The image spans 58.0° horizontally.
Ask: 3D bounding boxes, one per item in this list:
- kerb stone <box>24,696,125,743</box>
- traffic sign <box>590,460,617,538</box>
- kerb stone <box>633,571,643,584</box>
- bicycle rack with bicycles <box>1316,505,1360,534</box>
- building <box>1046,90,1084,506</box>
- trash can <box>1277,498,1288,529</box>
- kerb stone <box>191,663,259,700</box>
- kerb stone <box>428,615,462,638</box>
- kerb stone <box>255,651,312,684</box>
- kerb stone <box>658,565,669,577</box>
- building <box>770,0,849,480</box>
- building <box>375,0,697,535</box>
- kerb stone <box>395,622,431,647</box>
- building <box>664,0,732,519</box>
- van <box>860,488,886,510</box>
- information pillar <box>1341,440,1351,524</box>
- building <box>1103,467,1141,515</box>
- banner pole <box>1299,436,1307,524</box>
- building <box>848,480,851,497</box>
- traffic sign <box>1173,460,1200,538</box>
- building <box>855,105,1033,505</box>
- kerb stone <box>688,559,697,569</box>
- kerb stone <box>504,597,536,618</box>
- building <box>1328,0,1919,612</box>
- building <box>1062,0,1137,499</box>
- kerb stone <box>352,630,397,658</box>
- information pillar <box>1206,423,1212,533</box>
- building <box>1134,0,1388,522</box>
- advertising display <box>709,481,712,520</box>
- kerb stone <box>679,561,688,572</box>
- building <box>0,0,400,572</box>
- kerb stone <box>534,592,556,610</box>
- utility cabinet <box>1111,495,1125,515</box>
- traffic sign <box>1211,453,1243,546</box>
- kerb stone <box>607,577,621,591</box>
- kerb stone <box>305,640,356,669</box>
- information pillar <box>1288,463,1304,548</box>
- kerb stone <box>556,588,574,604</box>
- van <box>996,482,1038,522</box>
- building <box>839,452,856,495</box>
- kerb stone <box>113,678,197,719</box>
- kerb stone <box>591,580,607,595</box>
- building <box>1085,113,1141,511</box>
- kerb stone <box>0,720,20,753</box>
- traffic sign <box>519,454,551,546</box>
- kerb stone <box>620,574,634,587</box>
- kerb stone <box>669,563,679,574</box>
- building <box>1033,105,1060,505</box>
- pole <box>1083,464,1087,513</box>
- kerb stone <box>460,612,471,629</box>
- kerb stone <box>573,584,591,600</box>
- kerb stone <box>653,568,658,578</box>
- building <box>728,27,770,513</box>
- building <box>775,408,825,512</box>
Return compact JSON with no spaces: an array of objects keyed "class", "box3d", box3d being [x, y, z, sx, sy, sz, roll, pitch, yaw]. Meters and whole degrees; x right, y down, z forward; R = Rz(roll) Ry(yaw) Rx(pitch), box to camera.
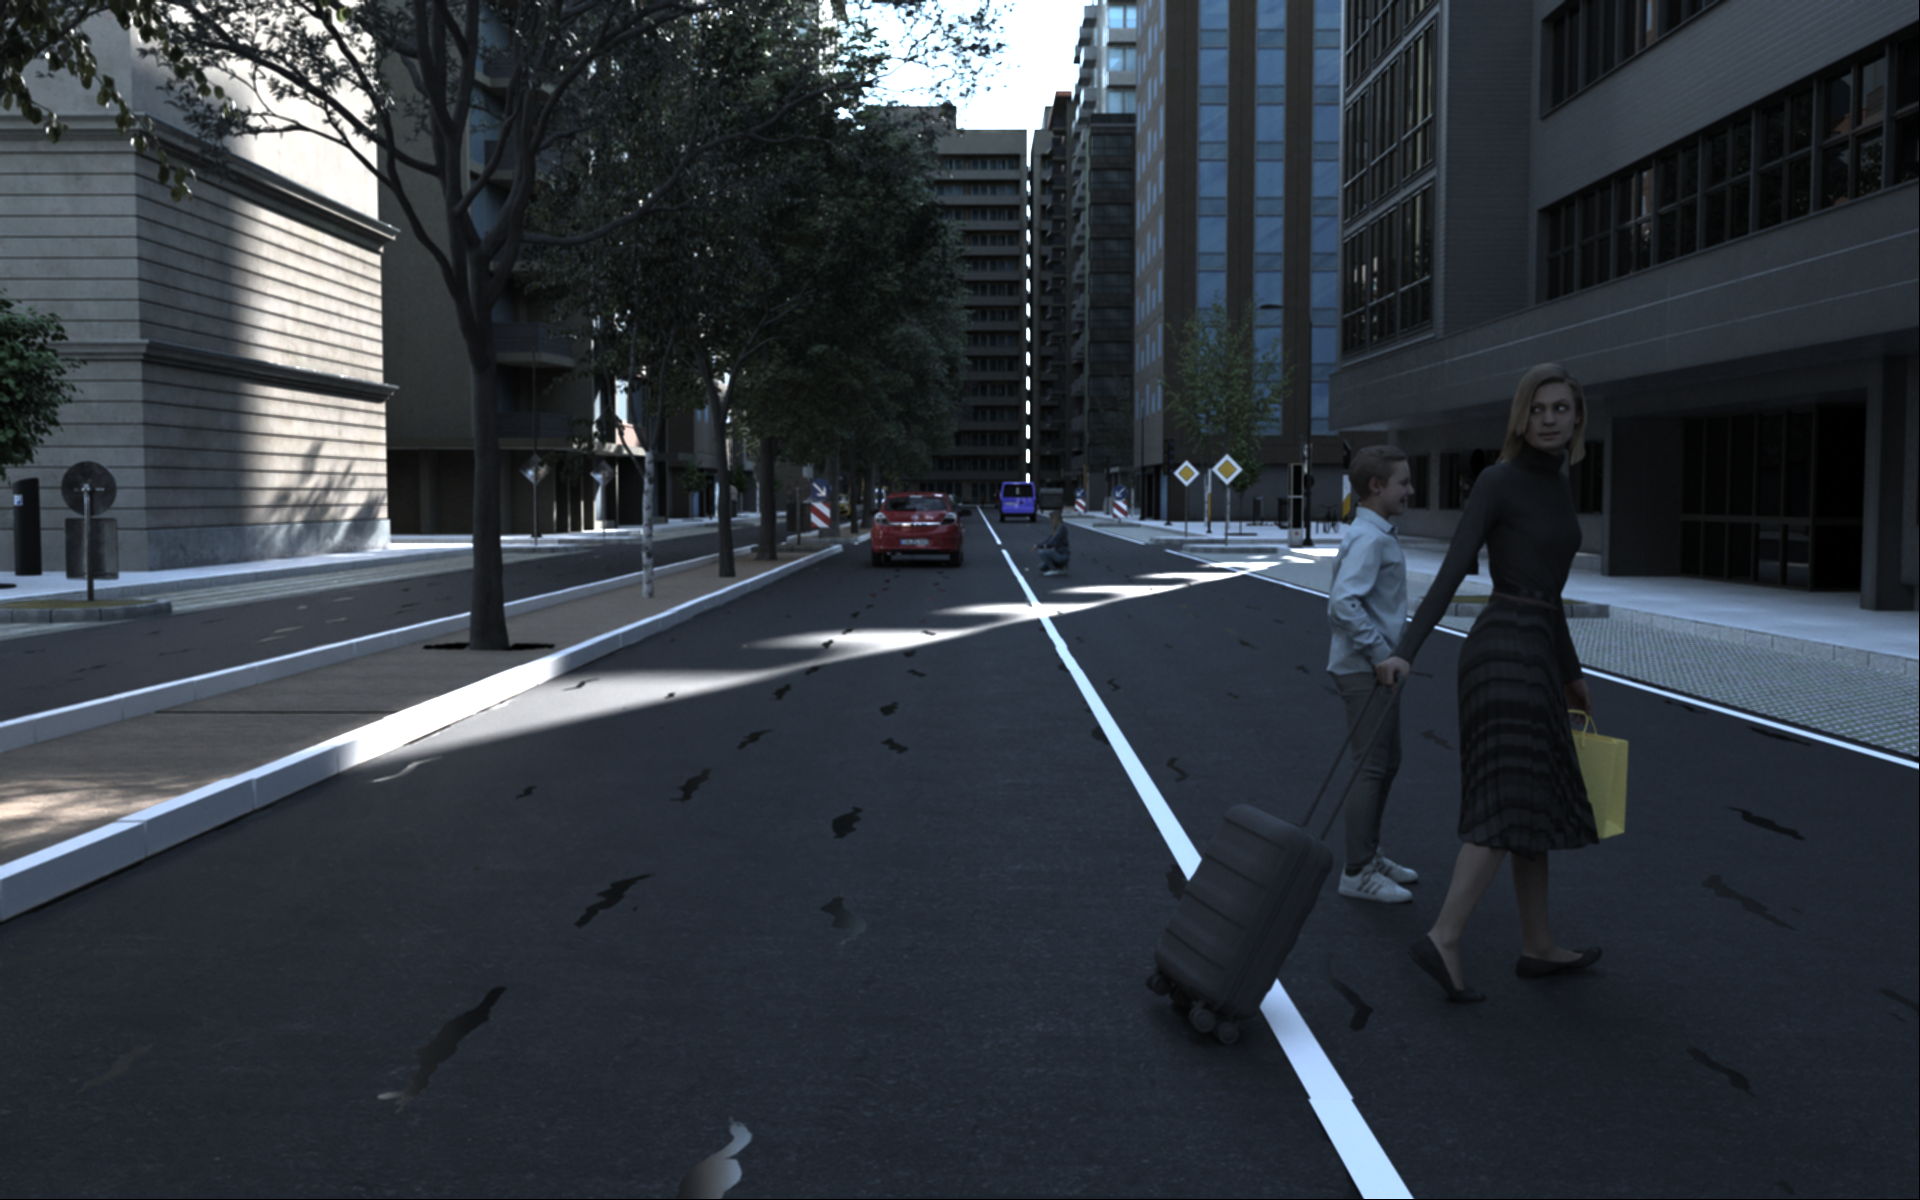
[{"class":"kerb stone","box3d":[-5.334,0.722,10.393,0.120,0.150,1.000,0,4,0]},{"class":"traffic sign","box3d":[-10.464,-2.888,50.867,0.795,2.450,0.064,0,4,0]},{"class":"kerb stone","box3d":[-5.232,-0.343,27.828,0.120,0.150,1.000,0,4,0]},{"class":"bicycle rack with bicycles","box3d":[12.871,-2.652,56.745,2.852,0.926,2.925,1,4,20]},{"class":"building","box3d":[20.622,-32.535,186.577,22.147,44.769,28.867,0,4,0]},{"class":"trash can","box3d":[11.989,-3.176,63.586,0.748,1.137,0.748,0,3,0]},{"class":"kerb stone","box3d":[-5.324,0.598,12.445,0.120,0.150,1.000,0,4,0]},{"class":"kerb stone","box3d":[-5.288,0.283,17.573,0.120,0.150,1.000,0,4,0]},{"class":"kerb stone","box3d":[-5.316,0.535,13.477,0.120,0.150,1.000,0,4,0]},{"class":"kerb stone","box3d":[-5.219,-0.470,29.888,0.120,0.150,1.000,0,4,0]},{"class":"building","box3d":[-25.784,-35.388,167.829,28.713,52.752,27.495,0,4,0]},{"class":"building","box3d":[-22.468,-25.183,66.370,22.147,44.769,28.867,0,4,0]},{"class":"kerb stone","box3d":[-5.293,0.345,16.551,0.120,0.150,1.000,0,4,0]},{"class":"building","box3d":[-20.656,-27.261,95.822,14.600,45.320,14.200,0,4,0]},{"class":"van","box3d":[-5.854,-6.889,119.644,2.013,2.044,4.112,0,4,-1]},{"class":"information pillar","box3d":[16.731,-5.113,74.945,0.183,3.616,0.504,-1,4,-20]},{"class":"building","box3d":[26.056,-25.734,112.630,32.217,40.220,23.993,0,4,0]},{"class":"banner pole","box3d":[14.766,-5.154,74.284,0.863,3.779,0.401,-2,4,-34]},{"class":"building","box3d":[-25.272,-32.579,224.546,23.993,40.220,32.217,0,4,0]},{"class":"traffic sign","box3d":[6.629,-2.881,50.747,0.795,2.450,0.064,0,4,0]},{"class":"building","box3d":[-2.310,-36.438,219.460,21.600,48.544,21.300,0,4,0]},{"class":"kerb stone","box3d":[-5.197,-0.656,32.970,0.120,0.150,1.000,0,4,0]},{"class":"kerb stone","box3d":[-5.273,0.095,20.644,0.120,0.150,1.000,0,4,0]},{"class":"building","box3d":[15.831,-12.704,26.775,14.314,24.678,30.058,0,4,0]},{"class":"building","box3d":[21.673,-32.858,156.834,23.786,49.044,30.456,0,4,0]},{"class":"kerb stone","box3d":[-5.302,0.408,15.530,0.120,0.150,1.000,0,4,0]},{"class":"information pillar","box3d":[8.187,-4.003,56.802,0.183,3.616,0.504,0,4,7]},{"class":"building","box3d":[16.269,-26.628,85.485,14.600,45.320,14.200,0,4,0]},{"class":"advertising display","box3d":[-12.520,-5.003,87.010,0.123,1.923,0.974,0,4,-6]},{"class":"kerb stone","box3d":[-5.207,-0.596,31.944,0.120,0.150,1.000,0,4,0]},{"class":"building","box3d":[-30.284,-13.189,34.728,34.723,24.649,14.460,0,4,0]},{"class":"kerb stone","box3d":[-5.268,0.032,21.666,0.120,0.150,1.000,0,4,0]},{"class":"utility cabinet","box3d":[9.450,-5.800,103.509,0.318,1.500,1.173,-1,4,-23]},{"class":"traffic sign","box3d":[6.582,-2.393,42.762,0.795,2.450,0.064,0,4,0]},{"class":"kerb stone","box3d":[-5.242,-0.213,25.769,0.120,0.150,1.000,0,4,0]},{"class":"kerb stone","box3d":[-5.313,0.472,14.498,0.120,0.150,1.000,0,4,0]},{"class":"information pillar","box3d":[8.054,-2.266,41.548,0.304,2.012,0.304,0,4,-3]},{"class":"kerb stone","box3d":[-5.263,-0.026,22.692,0.120,0.150,1.000,0,4,0]},{"class":"van","box3d":[3.004,-5.253,90.268,2.240,2.365,5.245,0,4,1]},{"class":"building","box3d":[-18.909,-31.288,195.150,14.086,41.232,14.154,0,4,0]},{"class":"kerb stone","box3d":[-5.330,0.659,11.418,0.120,0.150,1.000,0,4,0]},{"class":"kerb stone","box3d":[-5.247,-0.152,24.739,0.120,0.150,1.000,0,4,0]},{"class":"building","box3d":[16.622,-22.204,134.741,14.160,30.474,14.107,0,4,0]},{"class":"kerb stone","box3d":[-5.337,0.784,9.371,0.120,0.150,1.000,0,4,0]},{"class":"traffic sign","box3d":[-10.511,-2.400,42.882,0.795,2.450,0.064,0,4,0]},{"class":"kerb stone","box3d":[-5.240,-0.279,26.805,0.120,0.150,1.000,0,4,0]},{"class":"kerb stone","box3d":[-5.206,-0.533,30.915,0.120,0.150,1.000,0,4,0]},{"class":"building","box3d":[19.425,-36.434,219.399,21.600,48.544,21.300,0,4,0]},{"class":"pole","box3d":[8.569,-7.628,118.560,0.158,3.312,0.155,0,3,0]},{"class":"kerb stone","box3d":[-5.285,0.224,18.596,0.120,0.150,1.000,0,4,0]},{"class":"kerb stone","box3d":[-5.255,-0.093,23.713,0.120,0.150,1.000,0,4,0]},{"class":"kerb stone","box3d":[-5.224,-0.405,28.859,0.120,0.150,1.000,0,4,0]},{"class":"building","box3d":[-20.510,-26.572,118.048,14.154,41.232,14.086,0,4,0]},{"class":"building","box3d":[-25.246,-18.079,140.635,27.650,21.520,28.899,0,4,0]}]
